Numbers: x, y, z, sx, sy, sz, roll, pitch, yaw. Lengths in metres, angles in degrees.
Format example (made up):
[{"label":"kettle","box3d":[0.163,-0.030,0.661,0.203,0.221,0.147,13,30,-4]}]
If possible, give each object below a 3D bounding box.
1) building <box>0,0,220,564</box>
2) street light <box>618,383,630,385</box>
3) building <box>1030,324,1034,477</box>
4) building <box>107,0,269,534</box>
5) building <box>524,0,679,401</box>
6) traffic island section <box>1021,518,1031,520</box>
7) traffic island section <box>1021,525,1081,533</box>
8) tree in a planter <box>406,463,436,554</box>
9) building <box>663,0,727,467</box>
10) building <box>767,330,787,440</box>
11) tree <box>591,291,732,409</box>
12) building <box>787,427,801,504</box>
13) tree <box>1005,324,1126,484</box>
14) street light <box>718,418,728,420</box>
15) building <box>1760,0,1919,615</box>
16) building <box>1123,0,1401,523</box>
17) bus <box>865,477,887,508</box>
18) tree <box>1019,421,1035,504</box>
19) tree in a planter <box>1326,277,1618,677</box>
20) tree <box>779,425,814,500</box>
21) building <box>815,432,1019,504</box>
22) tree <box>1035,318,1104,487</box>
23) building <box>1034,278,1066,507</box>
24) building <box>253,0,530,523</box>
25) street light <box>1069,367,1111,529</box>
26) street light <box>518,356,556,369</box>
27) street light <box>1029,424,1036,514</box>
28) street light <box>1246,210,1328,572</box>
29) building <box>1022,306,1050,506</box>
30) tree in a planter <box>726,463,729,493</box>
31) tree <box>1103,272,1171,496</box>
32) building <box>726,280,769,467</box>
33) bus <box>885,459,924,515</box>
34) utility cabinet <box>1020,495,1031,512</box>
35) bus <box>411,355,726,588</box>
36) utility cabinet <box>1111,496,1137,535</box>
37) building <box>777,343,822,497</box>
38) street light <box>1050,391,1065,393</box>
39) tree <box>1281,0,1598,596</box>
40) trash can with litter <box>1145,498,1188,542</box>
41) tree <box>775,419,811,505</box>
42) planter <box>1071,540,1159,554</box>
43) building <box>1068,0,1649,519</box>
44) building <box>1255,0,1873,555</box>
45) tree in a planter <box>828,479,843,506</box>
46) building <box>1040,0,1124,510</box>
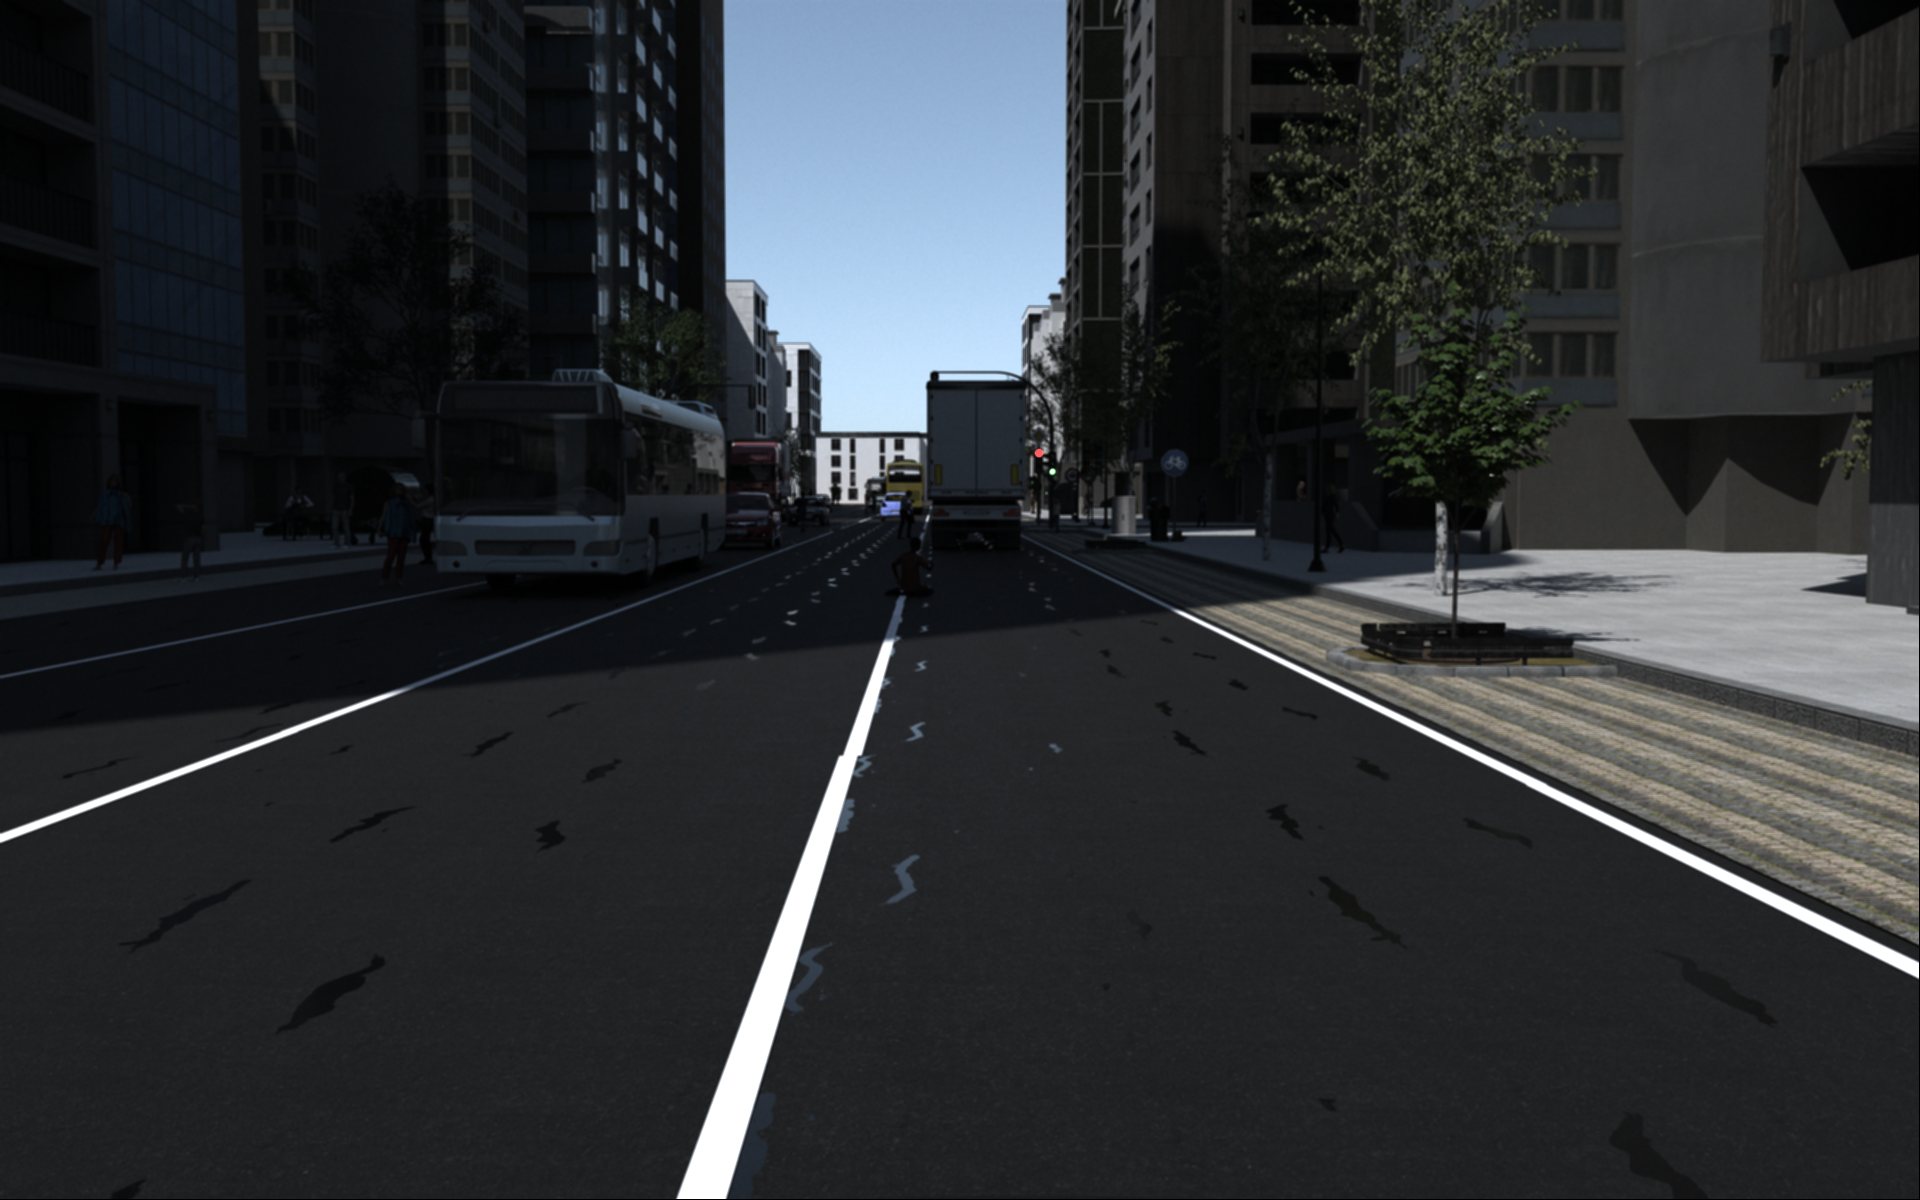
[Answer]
[{"label":"building","box3d":[-26.859,-36.333,32.303,20.563,71.187,20.611,0,4,-1]},{"label":"street light","box3d":[-14.455,-6.100,72.274,1.470,5.913,1.316,0,4,-1]},{"label":"building","box3d":[14.992,-19.113,168.911,16.016,20.091,11.380,0,4,-1]},{"label":"building","box3d":[-30.618,-24.517,50.966,14.200,45.320,14.600,0,4,-1]},{"label":"building","box3d":[-30.790,-30.162,112.750,23.786,49.044,30.456,0,4,-1]},{"label":"traffic island section","box3d":[2.938,-4.564,97.494,1.991,0.108,1.994,0,4,-1]},{"label":"traffic island section","box3d":[3.413,-2.572,64.335,2.009,0.180,2.903,0,4,-1]},{"label":"tree in a planter","box3d":[-12.254,-2.755,42.272,1.991,3.239,1.994,0,4,-1]},{"label":"building","box3d":[-26.096,-29.671,135.236,14.600,45.320,14.200,0,4,-1]},{"label":"building","box3d":[-27.715,-20.884,197.874,16.016,20.091,11.380,0,4,-1]},{"label":"tree","box3d":[-15.437,-10.034,89.817,9.928,11.665,9.643,0,3,0]},{"label":"building","box3d":[-34.267,-16.778,216.469,28.070,9.664,9.099,0,4,-1]},{"label":"tree","box3d":[5.359,-9.889,96.100,8.767,10.594,7.601,0,4,5]},{"label":"street light","box3d":[-14.916,-8.183,106.326,1.470,5.913,1.316,0,4,-1]},{"label":"building","box3d":[16.018,-14.978,16.586,14.160,30.474,14.107,0,4,-1]},{"label":"building","box3d":[15.399,-18.911,80.896,14.107,30.474,14.160,0,4,-1]},{"label":"bus","box3d":[-8.316,-11.363,180.652,2.948,3.499,13.247,0,4,-2]},{"label":"tree","box3d":[5.031,-12.411,153.281,4.737,8.622,4.395,0,3,0]},{"label":"tree in a planter","box3d":[4.126,-1.047,14.349,1.991,3.239,1.994,0,4,-1]},{"label":"tree","box3d":[-17.556,-14.275,183.754,4.737,8.622,4.395,0,3,0]},{"label":"building","box3d":[-5.603,-18.130,238.565,28.070,9.664,9.099,0,4,-1]},{"label":"tree","box3d":[5.547,-6.570,57.781,4.737,8.622,4.395,0,3,0]},{"label":"building","box3d":[15.300,-18.392,157.131,16.016,20.091,11.380,0,4,-1]},{"label":"building","box3d":[-35.103,-24.075,85.515,32.217,40.220,23.993,0,4,-1]},{"label":"street light","box3d":[4.821,-5.566,63.542,1.470,5.913,1.316,0,4,-1]},{"label":"street light","box3d":[-14.256,-5.243,58.256,1.470,5.913,1.316,0,4,-1]},{"label":"street light","box3d":[4.199,-8.525,111.931,1.470,5.913,1.316,0,4,-1]},{"label":"street light","box3d":[5.372,-3.422,28.497,1.470,5.913,1.316,0,4,-1]},{"label":"building","box3d":[21.121,-22.051,204.506,27.936,21.610,32.646,0,4,-1]},{"label":"tree in a planter","box3d":[-13.033,-6.144,97.675,1.991,3.239,1.994,0,4,-1]},{"label":"tree","box3d":[6.059,-5.072,33.289,4.737,8.622,4.395,0,3,0]},{"label":"building","box3d":[-33.556,-19.530,163.297,27.936,21.610,32.646,0,4,-1]},{"label":"bus","box3d":[-3.909,-8.022,122.708,2.896,3.916,12.252,0,4,-2]},{"label":"utility cabinet","box3d":[4.656,-6.877,123.603,0.306,1.237,1.020,3,5,40]},{"label":"bus","box3d":[-5.993,-2.096,29.128,2.948,3.499,13.247,0,4,-1]},{"label":"utility cabinet","box3d":[5.205,-2.688,55.104,0.306,1.237,1.020,-2,4,-28]},{"label":"building","box3d":[-36.773,-24.694,247.715,32.646,21.610,27.936,0,4,-1]},{"label":"street light","box3d":[4.751,-6.443,77.881,1.470,5.913,1.316,0,4,-1]},{"label":"tree","box3d":[5.901,-4.345,21.408,4.737,8.622,4.395,0,3,0]},{"label":"trash can with litter","box3d":[5.570,-2.162,46.733,1.055,1.170,0.624,-1,4,-18]},{"label":"tree","box3d":[-16.463,-13.376,169.054,4.360,8.622,3.978,0,3,0]},{"label":"planter","box3d":[3.726,-1.281,42.084,1.991,0.319,1.994,0,4,-1]},{"label":"building","box3d":[23.508,-25.742,112.763,32.217,40.220,23.993,0,4,-1]},{"label":"building","box3d":[25.100,-21.552,44.253,32.217,40.220,23.993,0,4,-1]},{"label":"tree in a planter","box3d":[-14.508,-12.477,201.214,1.991,3.239,1.994,0,4,-1]},{"label":"building","box3d":[17.028,-42.598,134.723,20.563,71.187,20.611,0,4,-1]}]
